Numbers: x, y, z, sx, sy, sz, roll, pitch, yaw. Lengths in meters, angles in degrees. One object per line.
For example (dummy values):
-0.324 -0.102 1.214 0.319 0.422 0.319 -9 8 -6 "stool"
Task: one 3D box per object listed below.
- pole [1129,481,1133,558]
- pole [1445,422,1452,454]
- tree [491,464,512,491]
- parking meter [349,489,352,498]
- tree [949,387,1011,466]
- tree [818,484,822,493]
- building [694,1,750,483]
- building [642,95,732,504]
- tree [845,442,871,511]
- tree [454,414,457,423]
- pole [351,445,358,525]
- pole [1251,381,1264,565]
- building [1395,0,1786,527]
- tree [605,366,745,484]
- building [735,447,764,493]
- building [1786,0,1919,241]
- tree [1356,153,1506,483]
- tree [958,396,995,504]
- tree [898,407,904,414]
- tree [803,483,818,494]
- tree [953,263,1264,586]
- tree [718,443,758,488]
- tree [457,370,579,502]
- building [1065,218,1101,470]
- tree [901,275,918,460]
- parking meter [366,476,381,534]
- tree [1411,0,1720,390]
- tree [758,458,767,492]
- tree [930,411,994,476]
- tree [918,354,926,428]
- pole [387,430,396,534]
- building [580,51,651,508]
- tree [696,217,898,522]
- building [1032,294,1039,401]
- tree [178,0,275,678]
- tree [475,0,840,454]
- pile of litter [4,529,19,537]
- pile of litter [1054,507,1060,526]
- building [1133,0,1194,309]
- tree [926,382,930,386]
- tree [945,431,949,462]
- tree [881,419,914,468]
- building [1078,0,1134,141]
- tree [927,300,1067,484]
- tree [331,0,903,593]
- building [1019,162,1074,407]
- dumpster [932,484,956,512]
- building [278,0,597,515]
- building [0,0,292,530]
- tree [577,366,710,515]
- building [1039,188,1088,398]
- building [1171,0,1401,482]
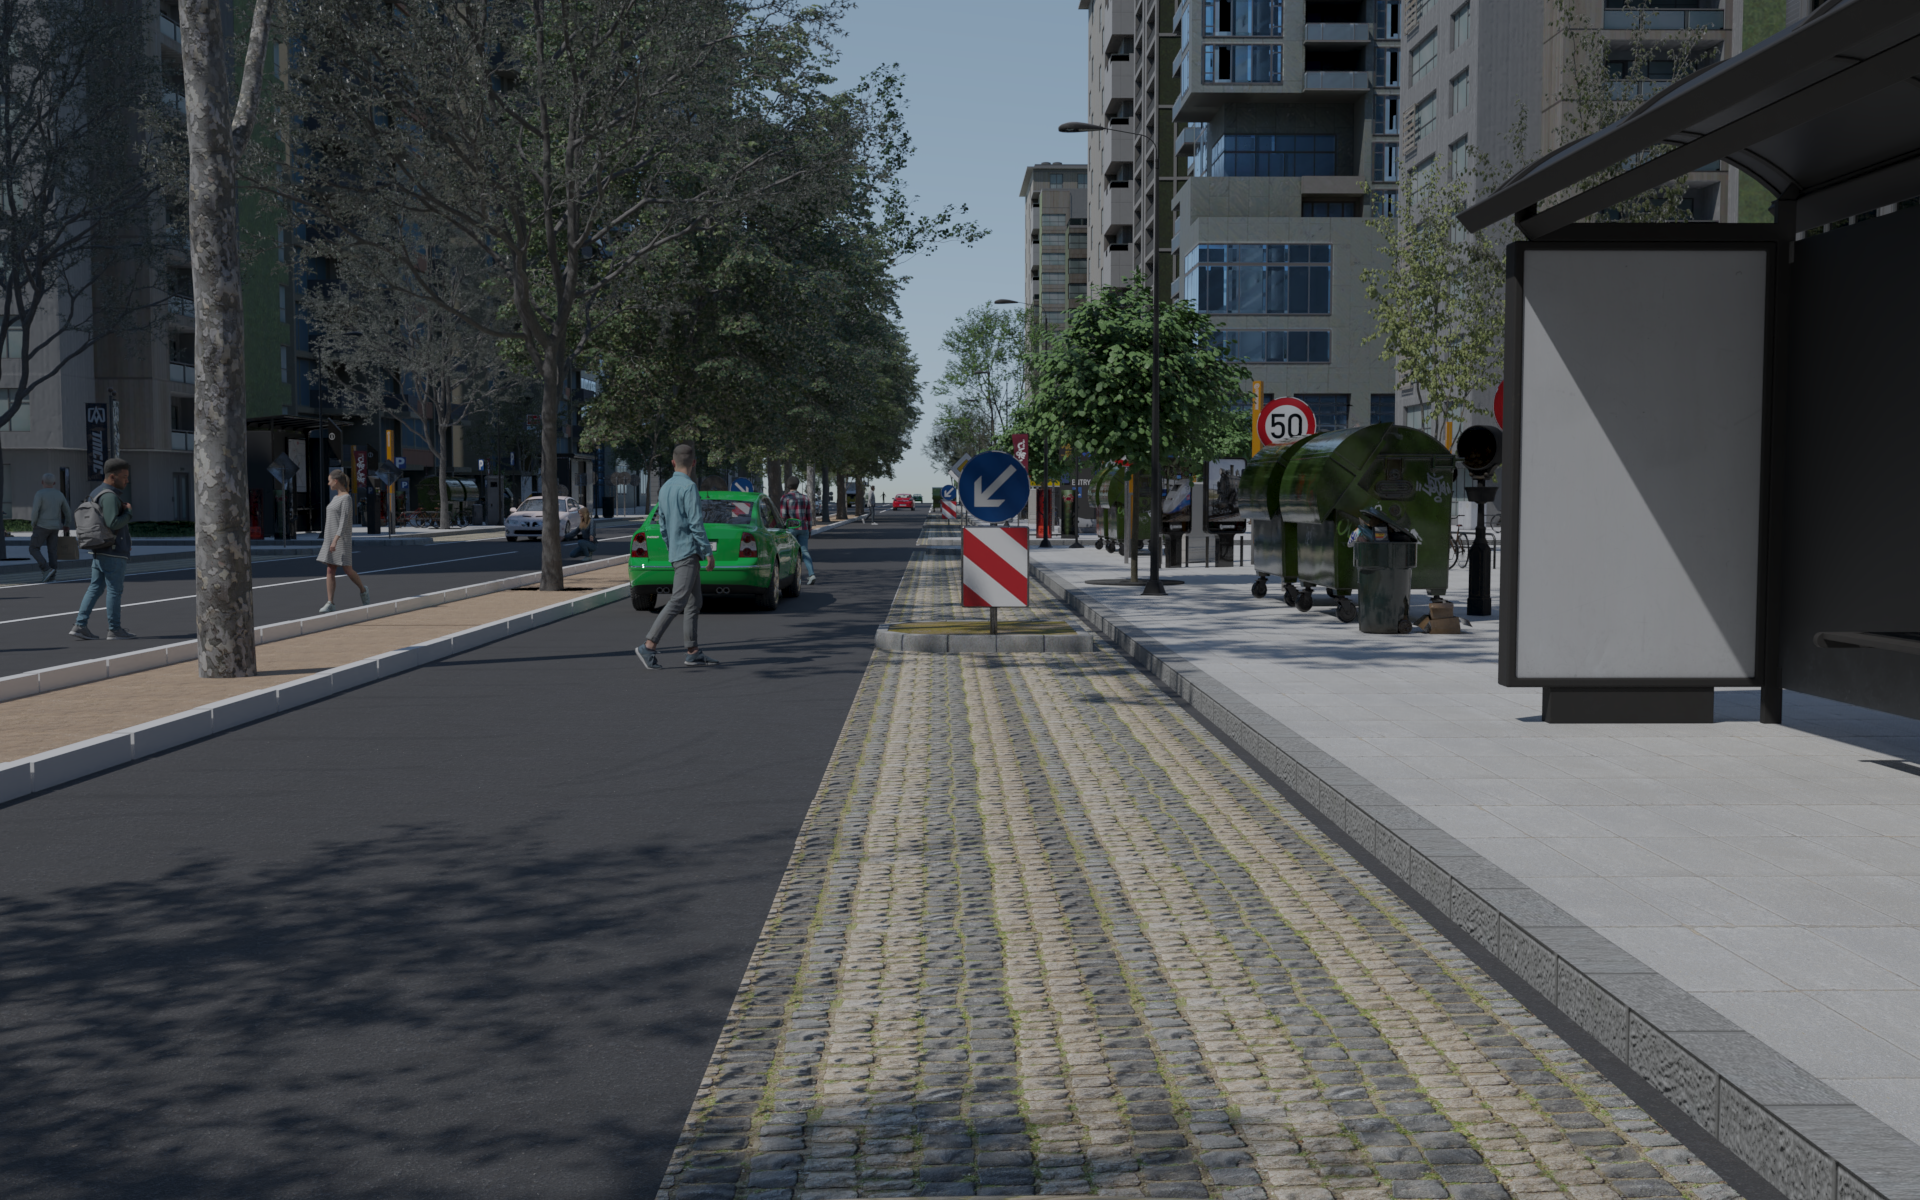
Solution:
3.432 -2.503 34.775 0.158 3.312 0.155 0 3 0 "pole"
13.793 -3.370 48.950 0.158 3.312 0.155 0 3 0 "pole"
-29.270 -7.065 110.118 1.663 3.219 1.824 0 3 0 "tree"
-26.516 -4.110 75.615 0.372 1.533 0.369 0 3 0 "parking meter"
1.875 -10.215 117.378 4.360 8.622 3.978 0 3 0 "tree"
-22.573 -16.998 272.519 1.663 3.219 1.824 0 3 0 "tree"
-42.010 -50.028 256.205 20.563 71.187 20.611 0 4 -1 "building"
-42.978 -42.215 232.211 21.231 58.520 28.212 0 4 -1 "building"
-6.860 -9.241 103.907 4.360 8.622 3.978 0 3 0 "tree"
-28.513 -9.452 104.903 4.360 8.622 3.978 0 3 0 "tree"
-25.348 -4.810 72.480 0.158 3.312 0.155 0 3 0 "pole"
5.381 -2.293 31.340 0.158 3.312 0.155 0 3 0 "pole"
26.131 -23.548 68.601 14.086 41.232 14.154 0 4 -1 "building"
-19.413 -12.278 117.747 9.611 12.733 9.660 0 3 0 "tree"
-39.017 -36.166 274.902 14.154 41.232 14.086 0 4 -1 "building"
20.910 -13.727 17.939 14.314 27.812 24.014 0 4 -1 "building"
10.398 -5.335 37.597 4.737 8.622 4.395 0 3 0 "tree"
0.137 -18.756 217.035 12.009 13.543 11.850 0 3 0 "tree"
-6.717 -10.196 87.288 7.486 12.596 7.792 0 3 0 "tree"
-21.554 -15.283 244.479 1.663 3.219 1.824 0 3 0 "tree"
2.541 -2.504 24.655 4.285 4.588 4.351 0 3 0 "tree"
-21.144 -12.428 153.567 4.737 8.622 4.395 0 3 0 "tree"
-19.666 -7.847 78.662 4.360 8.622 3.978 0 3 0 "tree"
17.949 -25.159 183.047 14.160 30.474 14.107 0 4 -1 "building"
-6.007 -9.006 56.354 9.857 13.997 8.962 0 3 0 "tree"
-18.736 -3.036 55.352 0.399 1.863 0.255 1 4 23 "parking meter"
9.049 -4.585 25.323 4.360 8.622 3.978 0 3 0 "tree"
-20.618 -13.443 170.149 4.737 8.622 4.395 0 3 0 "tree"
1.131 -15.573 189.032 7.601 10.594 8.767 3 5 42 "tree"
-6.568 -11.431 96.003 9.857 13.997 8.962 0 3 0 "tree"
-18.208 -3.766 55.416 0.158 3.312 0.155 0 3 0 "pole"
-42.015 -52.254 167.021 22.319 86.520 31.000 0 4 -1 "building"
-6.408 -8.842 65.147 7.486 12.596 7.792 0 3 0 "tree"
17.228 -29.231 249.632 14.160 30.474 14.107 0 4 -1 "building"
-4.512 -9.405 12.119 12.611 20.169 13.585 0 3 0 "tree"
-5.952 -7.859 37.615 9.857 13.997 8.962 0 3 0 "tree"
-28.900 -2.303 51.617 1.719 0.858 1.176 2 4 26 "pile of litter"
4.007 -3.447 70.327 1.176 0.858 1.719 0 4 4 "pile of litter"
22.850 -42.706 136.490 20.563 71.187 20.611 0 4 -1 "building"
-6.421 -12.345 110.946 9.857 13.997 8.962 0 3 0 "tree"
0.904 -12.551 155.578 4.360 8.622 3.978 0 3 0 "tree"
-7.127 -11.213 120.198 8.767 10.594 7.601 0 4 -1 "tree"
26.348 -34.977 161.111 28.713 52.752 27.495 0 4 -1 "building"
2.219 -10.142 91.581 9.928 11.665 9.643 0 3 0 "tree"
-6.063 -6.881 25.325 12.009 13.543 11.850 0 3 0 "tree"
24.151 -41.655 270.302 28.713 52.752 27.495 0 4 -1 "building"
-1.258 -8.101 137.408 1.985 2.255 1.502 0 4 -2 "dumpster"
-41.771 -29.590 138.418 22.147 44.769 28.867 0 4 -1 "building"
-35.313 -23.370 65.691 14.154 41.232 14.086 0 4 -1 "building"
-19.061 -10.437 105.063 8.767 10.594 7.601 -1 4 -8 "tree"
17.613 -33.654 233.830 14.154 41.232 14.086 0 4 -1 "building"
21.231 -48.337 102.979 22.319 86.520 31.000 0 4 -1 "building"
